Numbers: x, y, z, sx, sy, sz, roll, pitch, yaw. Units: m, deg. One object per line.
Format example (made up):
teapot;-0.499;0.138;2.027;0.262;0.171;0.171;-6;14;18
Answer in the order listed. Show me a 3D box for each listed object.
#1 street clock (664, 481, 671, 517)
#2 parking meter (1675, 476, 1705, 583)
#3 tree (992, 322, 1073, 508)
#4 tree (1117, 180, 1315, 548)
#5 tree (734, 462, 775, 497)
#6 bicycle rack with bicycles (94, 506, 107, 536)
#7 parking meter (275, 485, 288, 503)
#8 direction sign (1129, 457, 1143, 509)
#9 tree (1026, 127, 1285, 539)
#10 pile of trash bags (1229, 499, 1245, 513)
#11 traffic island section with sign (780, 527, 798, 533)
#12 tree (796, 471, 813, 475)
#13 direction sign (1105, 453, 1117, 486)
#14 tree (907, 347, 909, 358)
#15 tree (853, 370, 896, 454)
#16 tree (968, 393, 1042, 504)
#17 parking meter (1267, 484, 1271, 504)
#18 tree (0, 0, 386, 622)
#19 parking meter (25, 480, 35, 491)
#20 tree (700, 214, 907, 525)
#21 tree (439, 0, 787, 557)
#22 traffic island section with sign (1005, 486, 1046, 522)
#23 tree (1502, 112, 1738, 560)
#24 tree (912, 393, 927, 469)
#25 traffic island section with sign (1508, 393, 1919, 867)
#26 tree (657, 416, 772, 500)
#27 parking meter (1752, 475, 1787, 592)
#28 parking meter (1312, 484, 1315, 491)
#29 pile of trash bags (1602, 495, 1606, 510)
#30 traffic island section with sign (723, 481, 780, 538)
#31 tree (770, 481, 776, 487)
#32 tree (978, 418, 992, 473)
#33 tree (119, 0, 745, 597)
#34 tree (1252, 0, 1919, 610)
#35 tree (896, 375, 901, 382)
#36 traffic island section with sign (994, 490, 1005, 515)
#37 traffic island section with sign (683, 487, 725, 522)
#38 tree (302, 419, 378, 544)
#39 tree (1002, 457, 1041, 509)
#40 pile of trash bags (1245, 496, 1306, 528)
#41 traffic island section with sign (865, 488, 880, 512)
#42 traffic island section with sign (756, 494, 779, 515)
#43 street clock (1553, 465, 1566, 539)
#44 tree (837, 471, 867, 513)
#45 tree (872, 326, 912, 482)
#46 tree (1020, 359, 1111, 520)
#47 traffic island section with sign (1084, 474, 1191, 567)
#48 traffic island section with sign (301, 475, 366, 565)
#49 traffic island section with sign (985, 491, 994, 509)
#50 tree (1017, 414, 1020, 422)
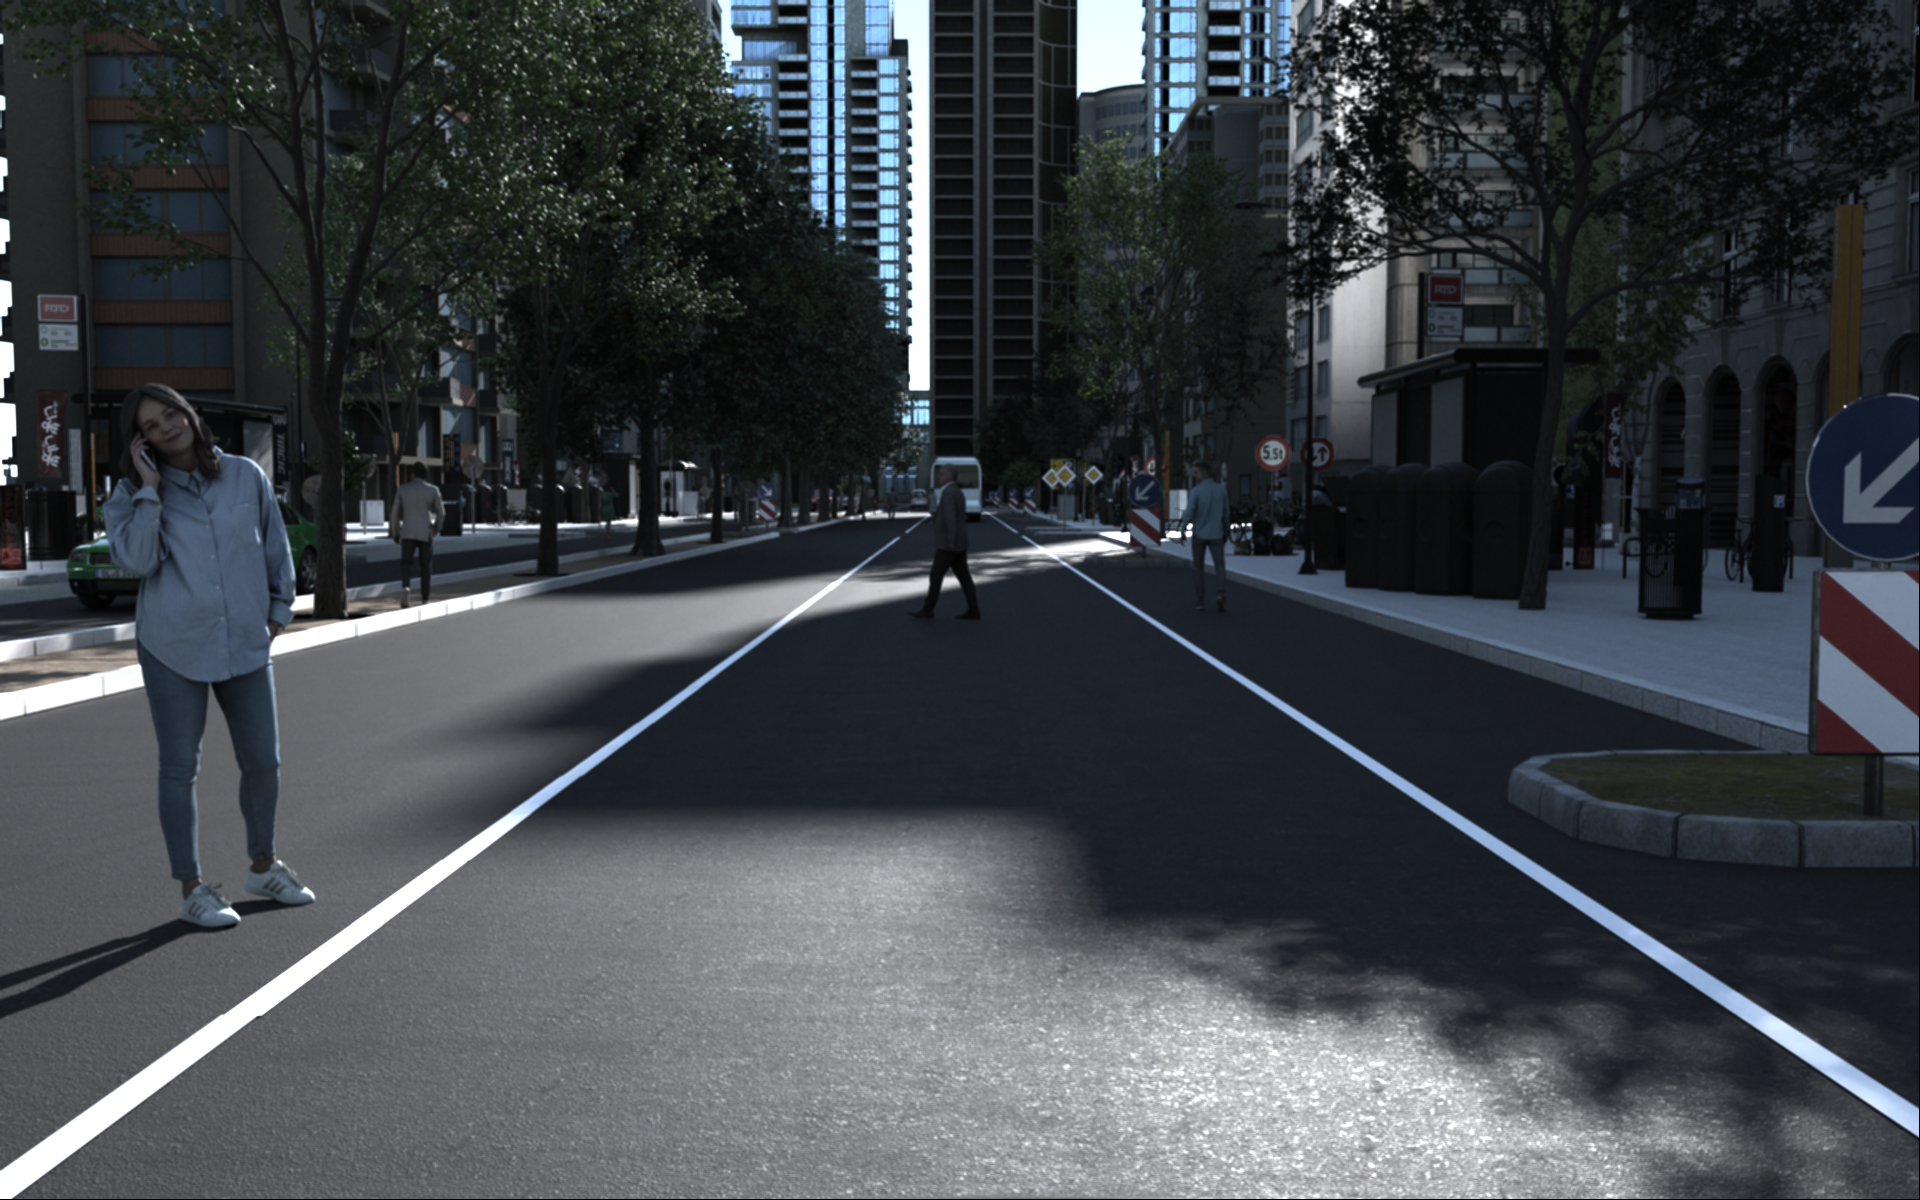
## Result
street clock;-16.495;-5.698;97.729;0.358;2.002;0.471;-2;4;-29
parking meter;10.167;-0.962;24.148;0.372;1.533;0.369;0;3;0
tree;6.174;-8.550;74.209;8.767;10.594;7.601;0;4;-4
tree;6.362;-5.577;41.548;4.360;8.622;3.978;0;3;0
tree;-16.723;-9.632;141.199;4.285;4.588;4.351;0;3;0
bicycle rack with bicycles;-24.834;-2.402;52.648;2.852;0.926;2.925;-2;4;-35
parking meter;-19.581;-2.542;49.968;0.372;1.533;0.369;0;3;0
direction sign;10.687;-6.936;105.404;0.876;3.537;0.379;-1;4;-11
tree;5.631;-7.570;49.527;9.928;11.665;9.643;0;3;0
pile of trash bags;12.275;-4.307;80.170;1.912;1.369;3.447;-3;4;-36
traffic island section with sign;-7.189;-3.490;65.193;2.006;1.907;1.989;0;3;0
tree;-16.213;-15.184;182.664;8.767;10.594;7.601;1;4;9
direction sign;8.448;-6.410;96.795;0.876;3.537;0.379;-3;4;-38
tree;-7.063;-11.018;89.260;9.857;13.997;8.962;0;3;0
tree;-6.924;-7.422;49.560;9.928;11.665;9.643;0;3;0
tree;6.105;-18.739;213.044;9.857;13.997;8.962;0;3;0
parking meter;18.628;-6.010;103.981;0.399;1.863;0.255;-1;4;-23
tree;-7.115;-5.577;19.401;9.928;11.665;9.643;0;3;0
parking meter;-39.520;-4.152;73.600;0.399;1.863;0.255;-2;4;-30
tree;-7.201;-10.410;79.322;9.857;13.997;8.962;0;3;0
tree;-7.178;-7.352;39.676;9.611;12.733;9.660;0;3;0
traffic island section with sign;3.486;-4.985;90.140;1.989;1.847;2.006;0;3;0
tree;12.995;-5.086;33.521;4.737;8.622;4.395;0;3;0
tree;-6.914;-11.623;109.498;9.611;12.733;9.660;0;3;0
traffic island section with sign;3.548;0.063;7.594;1.989;1.847;2.006;0;3;0
tree;-16.035;-10.821;111.333;7.601;10.594;8.767;1;4;9
parking meter;10.644;-0.878;22.773;0.372;1.533;0.369;0;3;0
parking meter;8.723;-2.059;42.084;0.372;1.533;0.369;0;3;0
pile of trash bags;16.305;-2.341;48.031;3.447;1.369;1.912;-1;4;-15
traffic island section with sign;-7.193;-3.037;57.786;2.006;1.907;1.989;0;3;0
tree;-16.996;-9.526;150.349;1.663;3.219;1.824;0;3;0
tree;6.461;-12.051;131.446;8.767;10.594;7.601;1;4;20
tree;-7.057;-6.203;29.635;9.928;11.665;9.643;0;3;0
tree;6.661;-5.161;18.791;7.601;10.594;8.767;2;4;31
tree;-7.168;-10.487;99.680;9.928;11.665;9.643;0;3;0
traffic island section with sign;3.457;-6.634;117.095;1.989;1.847;2.006;0;3;0
traffic island section with sign;-13.353;-5.016;90.639;1.989;1.847;2.006;0;3;0
tree;-15.820;-3.070;44.793;1.663;3.219;1.824;0;3;0
tree;5.621;-10.275;151.715;4.285;4.588;4.351;0;3;0
pile of trash bags;12.988;-3.466;66.415;3.447;1.369;1.912;0;4;-7
traffic island section with sign;-7.261;-8.085;140.332;2.006;1.907;1.989;0;3;0
traffic island section with sign;-13.360;-6.665;117.595;1.989;1.847;2.006;0;3;0
street clock;15.148;-2.381;43.503;0.471;2.002;0.358;2;4;30
tree;-7.338;-10.398;122.826;4.360;8.622;3.978;0;3;0
tree;-6.992;-9.172;69.425;9.611;12.733;9.660;0;3;0
tree;5.905;-8.218;84.724;4.360;8.622;3.978;0;3;0
traffic island section with sign;3.531;-1.605;34.865;1.989;1.847;2.006;0;3;0
traffic island section with sign;-13.294;-1.636;35.382;1.989;1.847;2.006;0;3;0
traffic island section with sign;3.421;-9.742;167.915;1.989;1.847;2.006;0;3;0
tree;5.773;-9.278;102.052;4.360;8.622;3.978;0;3;0
